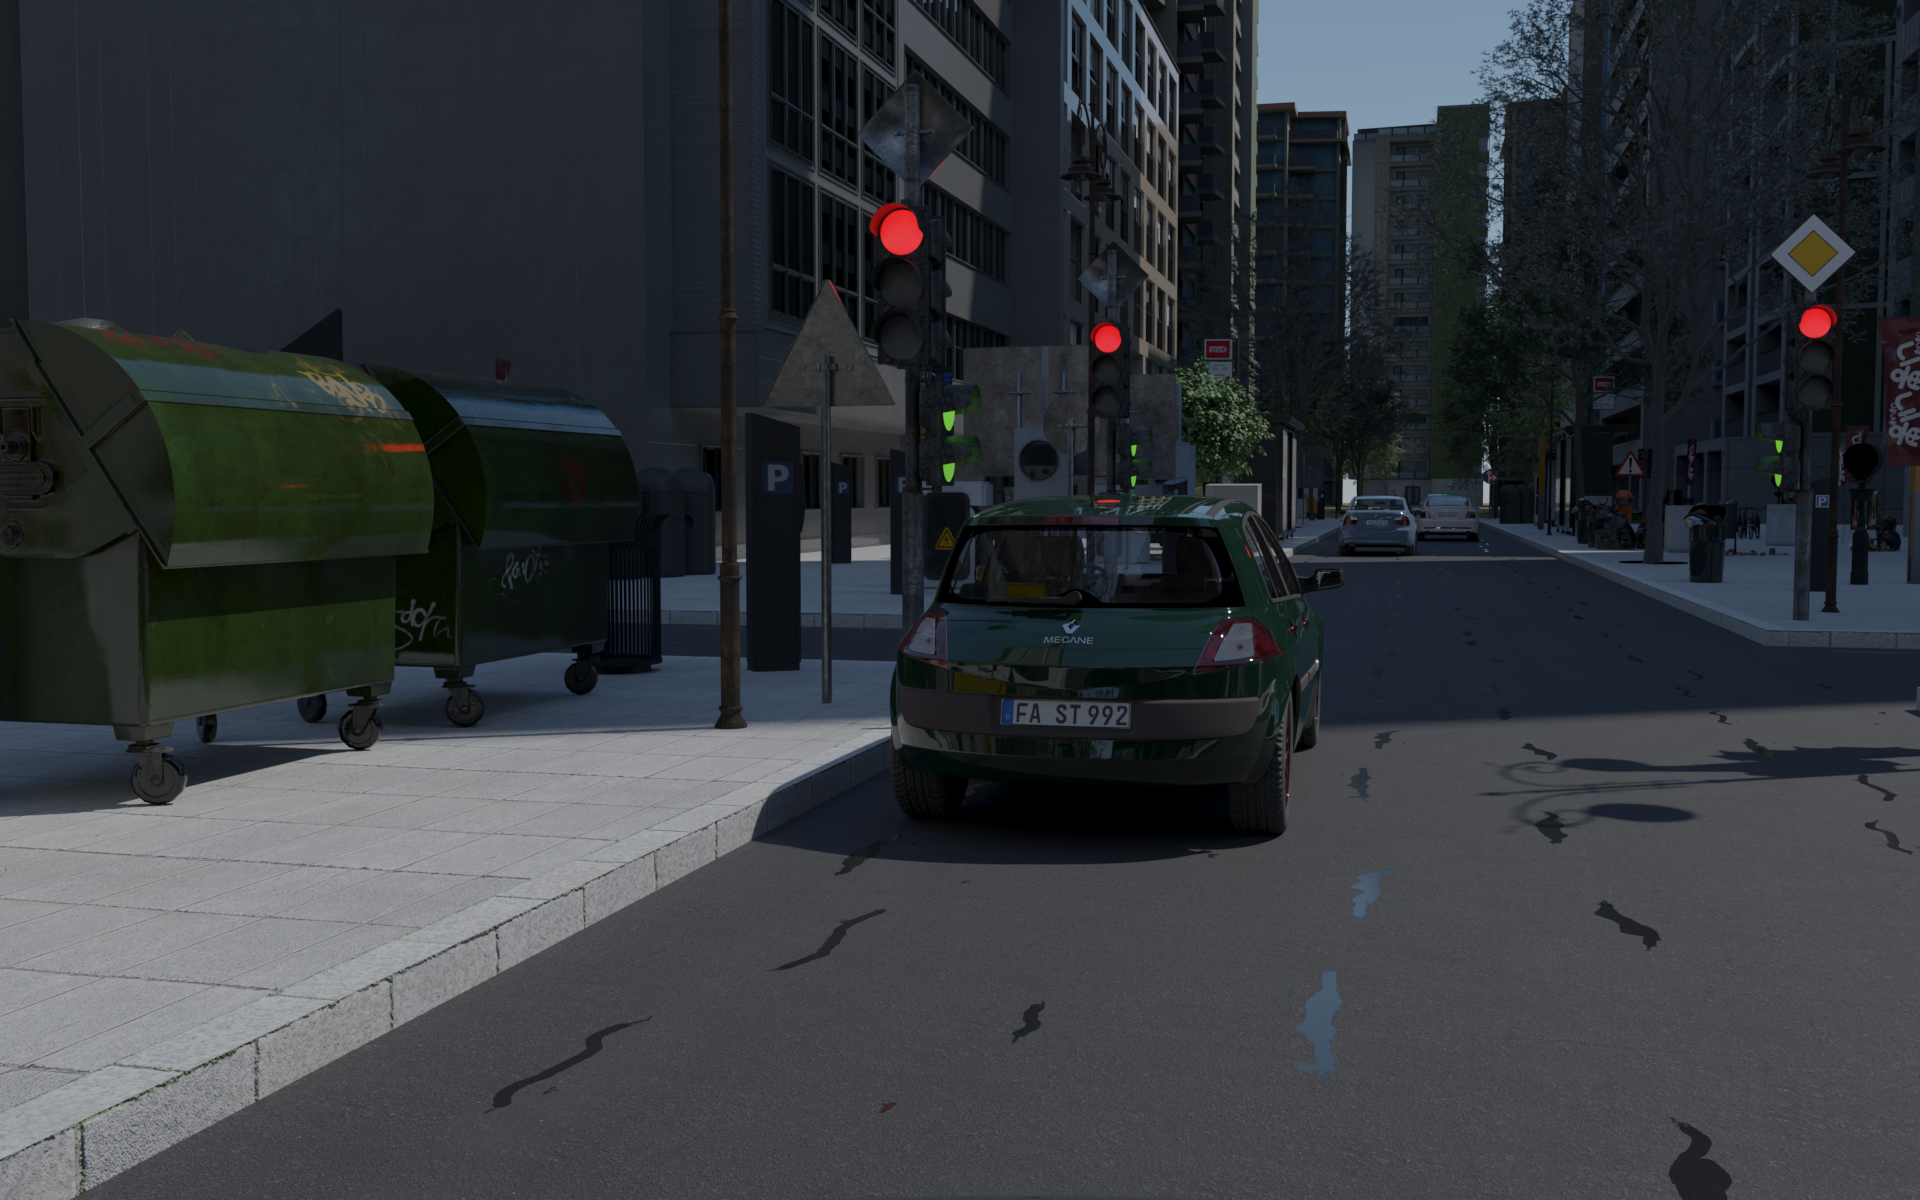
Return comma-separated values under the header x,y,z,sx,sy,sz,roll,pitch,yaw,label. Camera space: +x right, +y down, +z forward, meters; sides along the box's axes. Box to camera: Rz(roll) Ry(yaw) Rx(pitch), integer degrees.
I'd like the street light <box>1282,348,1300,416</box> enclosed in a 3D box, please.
x,y,z,sx,sy,sz,roll,pitch,yaw,label
10.504,-5.030,55.024,0.468,5.910,1.993,1,4,14,street light

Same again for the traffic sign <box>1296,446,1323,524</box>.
x,y,z,sx,sy,sz,roll,pitch,yaw,label
14.231,-4.860,73.335,2.265,3.308,0.079,2,4,24,traffic sign

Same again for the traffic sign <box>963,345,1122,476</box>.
x,y,z,sx,sy,sz,roll,pitch,yaw,label
1.113,-1.832,23.831,2.265,3.308,0.079,1,4,19,traffic sign

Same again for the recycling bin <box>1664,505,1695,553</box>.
x,y,z,sx,sy,sz,roll,pitch,yaw,label
15.956,-1.567,38.179,0.722,1.027,0.722,1,4,16,recycling bin

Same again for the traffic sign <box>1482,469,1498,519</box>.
x,y,z,sx,sy,sz,roll,pitch,yaw,label
26.744,-5.338,87.378,0.768,2.556,0.104,1,4,19,traffic sign

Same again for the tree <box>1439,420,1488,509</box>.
x,y,z,sx,sy,sz,roll,pitch,yaw,label
43.415,-12.121,148.532,4.360,8.622,3.978,0,3,0,tree

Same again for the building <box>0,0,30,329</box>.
x,y,z,sx,sy,sz,roll,pitch,yaw,label
-26.725,-10.672,39.114,19.286,19.102,10.561,1,4,14,building

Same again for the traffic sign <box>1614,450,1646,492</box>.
x,y,z,sx,sy,sz,roll,pitch,yaw,label
19.822,-3.135,51.259,0.884,2.594,0.081,1,4,16,traffic sign

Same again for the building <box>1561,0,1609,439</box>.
x,y,z,sx,sy,sz,roll,pitch,yaw,label
58.295,-30.235,144.450,14.600,45.320,14.200,1,4,14,building

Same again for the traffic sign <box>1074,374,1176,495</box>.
x,y,z,sx,sy,sz,roll,pitch,yaw,label
2.545,-2.185,29.602,2.265,3.308,0.079,1,4,15,traffic sign

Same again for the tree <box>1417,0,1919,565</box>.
x,y,z,sx,sy,sz,roll,pitch,yaw,label
12.911,-7.406,31.452,12.009,13.543,11.850,0,3,0,tree

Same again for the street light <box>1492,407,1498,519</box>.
x,y,z,sx,sy,sz,roll,pitch,yaw,label
27.679,-7.135,89.444,0.468,5.910,1.993,1,4,14,street light

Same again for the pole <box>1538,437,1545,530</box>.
x,y,z,sx,sy,sz,roll,pitch,yaw,label
20.921,-4.187,62.300,0.158,3.312,0.155,0,3,0,pole

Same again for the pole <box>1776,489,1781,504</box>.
x,y,z,sx,sy,sz,roll,pitch,yaw,label
31.218,-4.415,66.032,0.158,3.312,0.155,0,3,0,pole

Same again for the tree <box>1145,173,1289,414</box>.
x,y,z,sx,sy,sz,roll,pitch,yaw,label
12.516,-9.493,65.579,12.009,13.543,11.850,0,3,0,tree

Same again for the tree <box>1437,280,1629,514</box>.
x,y,z,sx,sy,sz,roll,pitch,yaw,label
26.838,-9.503,81.133,9.928,11.665,9.643,0,3,0,tree

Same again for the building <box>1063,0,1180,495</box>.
x,y,z,sx,sy,sz,roll,pitch,yaw,label
-2.158,-16.652,76.773,19.350,26.468,34.151,1,4,14,building

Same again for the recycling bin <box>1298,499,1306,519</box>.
x,y,z,sx,sy,sz,roll,pitch,yaw,label
17.555,-4.748,90.178,0.722,1.027,0.722,-1,4,-15,recycling bin

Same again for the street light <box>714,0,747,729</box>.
x,y,z,sx,sy,sz,roll,pitch,yaw,label
-1.260,-2.236,9.347,0.468,5.910,1.993,1,4,14,street light

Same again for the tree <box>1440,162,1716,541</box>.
x,y,z,sx,sy,sz,roll,pitch,yaw,label
16.528,-6.867,46.694,7.601,10.594,8.767,1,4,21,tree

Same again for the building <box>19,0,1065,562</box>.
x,y,z,sx,sy,sz,roll,pitch,yaw,label
-6.903,-13.796,44.627,14.314,24.678,30.058,1,4,14,building

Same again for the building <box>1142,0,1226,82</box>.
x,y,z,sx,sy,sz,roll,pitch,yaw,label
4.988,-27.877,110.412,22.147,44.769,28.867,1,4,14,building

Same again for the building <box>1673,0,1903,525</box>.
x,y,z,sx,sy,sz,roll,pitch,yaw,label
43.819,-38.889,74.092,20.563,71.187,20.611,1,4,14,building

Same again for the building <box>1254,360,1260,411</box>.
x,y,z,sx,sy,sz,roll,pitch,yaw,label
11.813,-51.340,152.084,31.000,86.520,22.319,1,4,14,building

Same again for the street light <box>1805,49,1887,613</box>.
x,y,z,sx,sy,sz,roll,pitch,yaw,label
9.446,-2.803,18.618,0.468,5.910,1.993,1,4,14,street light

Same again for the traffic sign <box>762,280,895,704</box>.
x,y,z,sx,sy,sz,roll,pitch,yaw,label
-0.816,-0.645,10.550,0.884,2.594,0.081,1,4,21,traffic sign

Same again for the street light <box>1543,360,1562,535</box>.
x,y,z,sx,sy,sz,roll,pitch,yaw,label
18.326,-4.948,53.694,0.468,5.910,1.993,1,4,14,street light

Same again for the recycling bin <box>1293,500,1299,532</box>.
x,y,z,sx,sy,sz,roll,pitch,yaw,label
10.870,-2.813,58.554,0.722,1.027,0.722,-1,4,-23,recycling bin

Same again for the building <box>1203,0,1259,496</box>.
x,y,z,sx,sy,sz,roll,pitch,yaw,label
14.708,-27.354,130.827,14.154,41.232,14.086,1,4,14,building

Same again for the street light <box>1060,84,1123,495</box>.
x,y,z,sx,sy,sz,roll,pitch,yaw,label
1.528,-2.894,20.111,0.468,5.910,1.993,1,4,14,street light

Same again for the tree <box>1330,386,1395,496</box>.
x,y,z,sx,sy,sz,roll,pitch,yaw,label
35.628,-14.315,152.180,7.486,12.596,7.792,0,3,0,tree

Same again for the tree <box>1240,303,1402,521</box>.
x,y,z,sx,sy,sz,roll,pitch,yaw,label
17.095,-9.146,83.946,8.767,10.594,7.601,0,4,2,tree

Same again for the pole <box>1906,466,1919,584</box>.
x,y,z,sx,sy,sz,roll,pitch,yaw,label
13.645,-1.884,24.654,0.158,3.312,0.155,0,3,0,pole

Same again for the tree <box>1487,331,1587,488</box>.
x,y,z,sx,sy,sz,roll,pitch,yaw,label
24.254,-7.484,72.728,4.737,8.622,4.395,0,3,0,tree

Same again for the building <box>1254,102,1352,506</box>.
x,y,z,sx,sy,sz,roll,pitch,yaw,label
28.967,-33.080,195.475,28.867,44.769,22.147,1,4,14,building

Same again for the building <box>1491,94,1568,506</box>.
x,y,z,sx,sy,sz,roll,pitch,yaw,label
70.975,-32.428,184.814,28.867,44.769,22.147,1,4,14,building

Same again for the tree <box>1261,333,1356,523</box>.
x,y,z,sx,sy,sz,roll,pitch,yaw,label
15.086,-7.719,76.574,4.737,8.622,4.395,0,3,0,tree

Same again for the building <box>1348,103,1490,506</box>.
x,y,z,sx,sy,sz,roll,pitch,yaw,label
49.117,-30.739,186.174,14.086,41.232,14.154,1,4,14,building

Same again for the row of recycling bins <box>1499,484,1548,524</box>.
x,y,z,sx,sy,sz,roll,pitch,yaw,label
24.673,-4.181,75.475,3.534,1.692,1.069,-3,5,-44,row of recycling bins

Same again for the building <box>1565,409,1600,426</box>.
x,y,z,sx,sy,sz,roll,pitch,yaw,label
55.909,-49.390,120.201,22.319,86.520,31.000,1,4,14,building

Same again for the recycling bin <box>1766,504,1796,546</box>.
x,y,z,sx,sy,sz,roll,pitch,yaw,label
20.489,-1.861,42.983,0.722,1.027,0.722,3,5,41,recycling bin

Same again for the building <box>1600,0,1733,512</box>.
x,y,z,sx,sy,sz,roll,pitch,yaw,label
48.183,-28.868,95.688,21.300,48.544,21.600,1,4,14,building

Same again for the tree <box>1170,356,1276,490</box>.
x,y,z,sx,sy,sz,roll,pitch,yaw,label
5.732,-3.494,40.837,4.285,4.588,4.351,0,3,0,tree

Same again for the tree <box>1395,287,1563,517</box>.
x,y,z,sx,sy,sz,roll,pitch,yaw,label
29.277,-10.836,95.298,7.486,12.596,7.792,0,3,0,tree

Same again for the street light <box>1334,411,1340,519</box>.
x,y,z,sx,sy,sz,roll,pitch,yaw,label
19.575,-7.164,89.912,0.468,5.910,1.993,1,4,14,street light

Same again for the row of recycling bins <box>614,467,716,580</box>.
x,y,z,sx,sy,sz,roll,pitch,yaw,label
-4.997,-1.187,26.529,1.069,1.692,3.534,2,4,32,row of recycling bins

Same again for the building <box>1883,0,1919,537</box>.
x,y,z,sx,sy,sz,roll,pitch,yaw,label
35.601,-17.101,51.310,14.160,30.474,14.107,1,4,14,building

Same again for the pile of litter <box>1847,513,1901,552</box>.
x,y,z,sx,sy,sz,roll,pitch,yaw,label
20.622,-1.538,39.105,1.719,0.858,1.176,-3,4,-37,pile of litter
